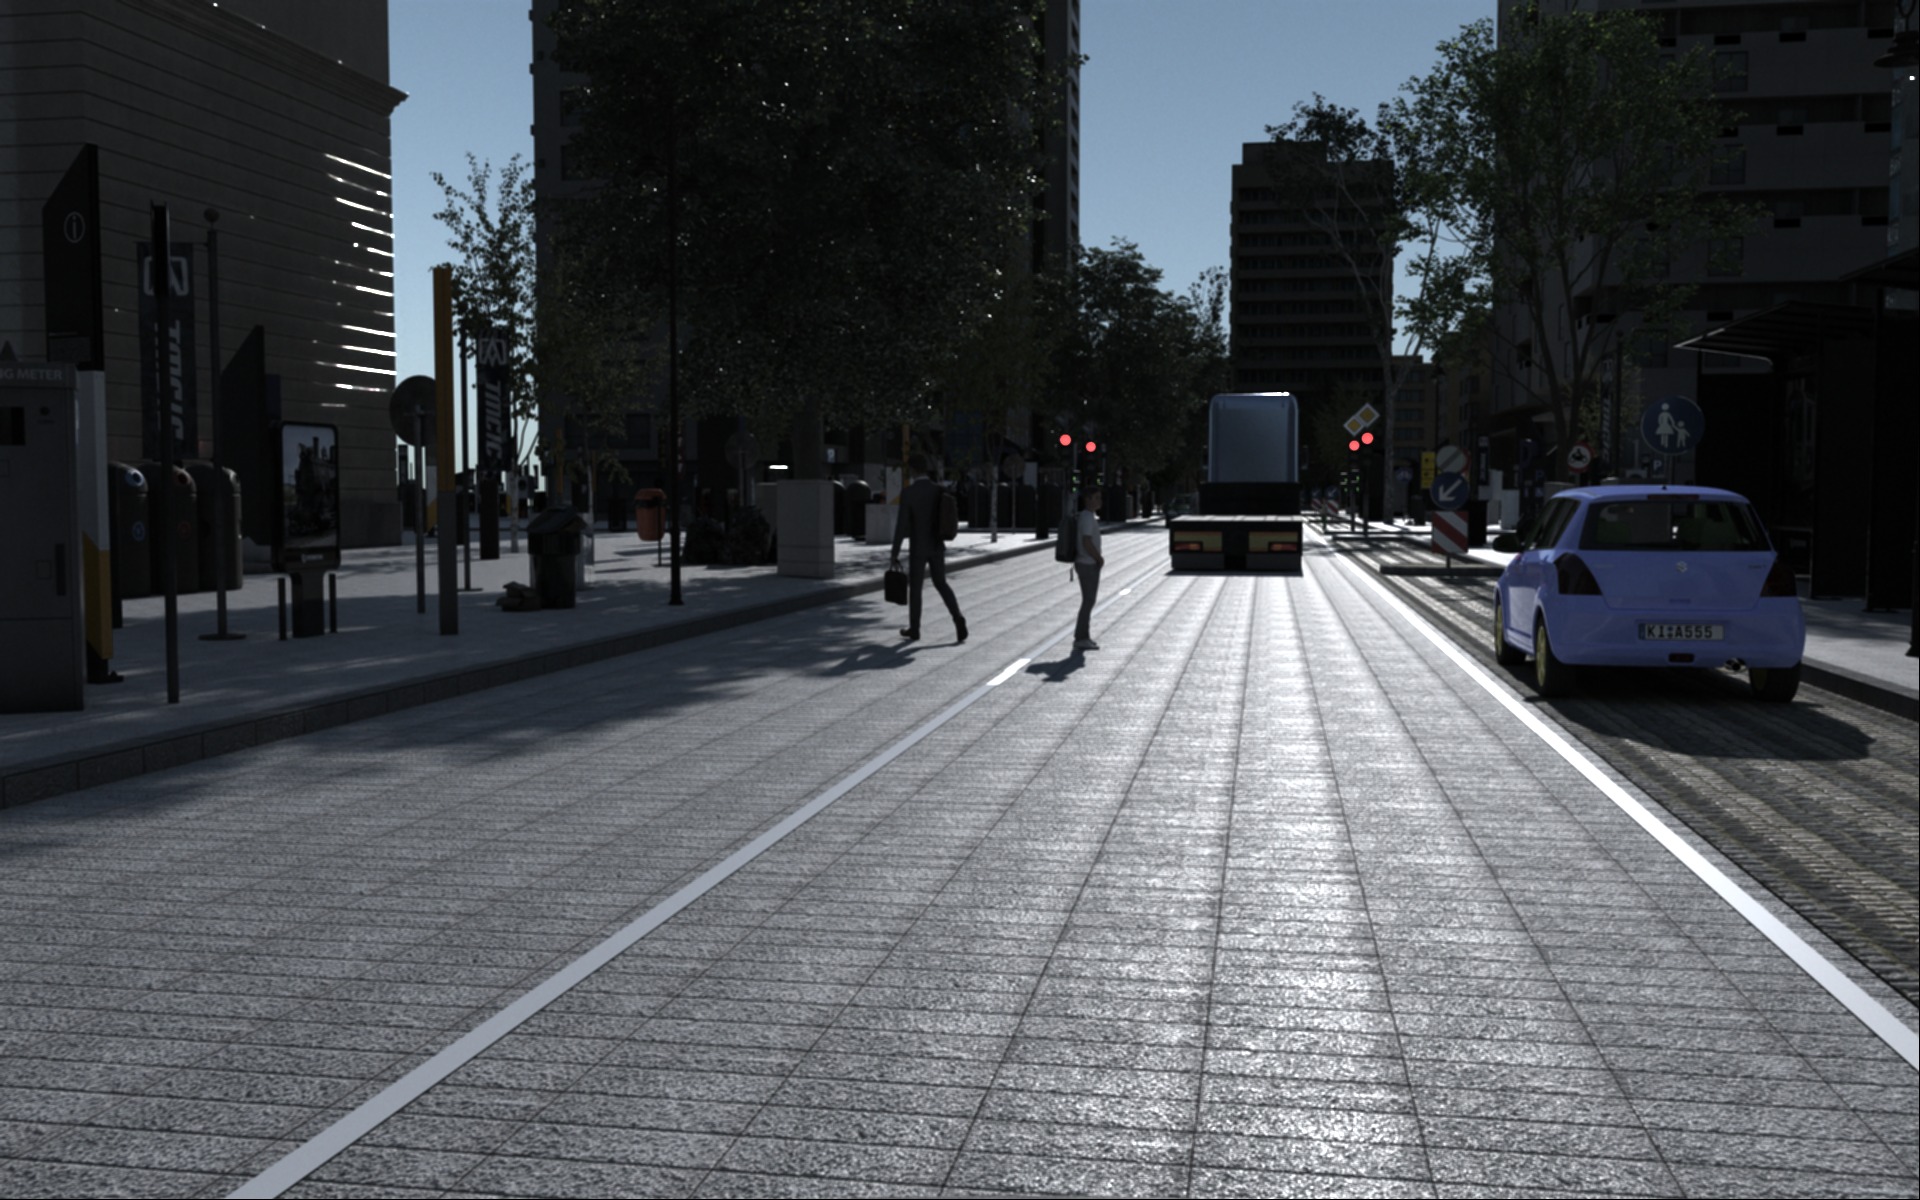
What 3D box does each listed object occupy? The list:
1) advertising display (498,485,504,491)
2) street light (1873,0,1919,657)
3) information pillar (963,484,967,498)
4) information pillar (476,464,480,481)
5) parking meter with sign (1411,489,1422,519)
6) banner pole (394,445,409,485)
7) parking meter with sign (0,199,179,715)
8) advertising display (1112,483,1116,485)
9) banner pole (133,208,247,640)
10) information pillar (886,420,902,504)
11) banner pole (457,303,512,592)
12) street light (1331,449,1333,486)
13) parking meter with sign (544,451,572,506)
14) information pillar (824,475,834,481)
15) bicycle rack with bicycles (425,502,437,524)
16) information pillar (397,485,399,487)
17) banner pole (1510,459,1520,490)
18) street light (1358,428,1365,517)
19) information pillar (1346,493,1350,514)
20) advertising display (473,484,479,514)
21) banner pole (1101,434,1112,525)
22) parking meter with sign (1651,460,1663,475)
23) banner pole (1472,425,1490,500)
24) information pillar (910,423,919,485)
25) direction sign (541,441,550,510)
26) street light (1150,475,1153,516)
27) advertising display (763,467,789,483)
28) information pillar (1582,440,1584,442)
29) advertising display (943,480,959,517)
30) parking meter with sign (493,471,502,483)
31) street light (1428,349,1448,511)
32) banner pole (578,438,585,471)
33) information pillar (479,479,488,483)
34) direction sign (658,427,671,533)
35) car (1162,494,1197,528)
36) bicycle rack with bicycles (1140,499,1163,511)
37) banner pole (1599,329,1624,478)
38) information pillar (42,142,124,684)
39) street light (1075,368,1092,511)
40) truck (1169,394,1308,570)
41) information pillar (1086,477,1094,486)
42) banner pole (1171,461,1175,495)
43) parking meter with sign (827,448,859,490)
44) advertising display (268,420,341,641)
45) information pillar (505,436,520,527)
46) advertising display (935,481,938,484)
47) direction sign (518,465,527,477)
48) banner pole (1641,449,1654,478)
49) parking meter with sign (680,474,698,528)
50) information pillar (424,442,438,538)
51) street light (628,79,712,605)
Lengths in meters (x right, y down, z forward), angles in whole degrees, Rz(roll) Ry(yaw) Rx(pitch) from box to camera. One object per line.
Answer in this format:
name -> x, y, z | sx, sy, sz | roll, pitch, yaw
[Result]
advertising display -> -32.838, -7.195, 122.845 | 0.974, 1.923, 0.123 | 1, 4, 12
street light -> 7.582, -2.492, 13.524 | 0.468, 5.910, 1.993 | 1, 4, 10
information pillar -> 0.365, -7.400, 125.484 | 0.304, 2.012, 0.304 | 1, 4, 9
information pillar -> -37.190, -8.719, 133.914 | 0.504, 3.616, 0.183 | 0, 4, 6
parking meter with sign -> 24.093, -5.673, 89.011 | 1.738, 3.016, 0.543 | 2, 4, 33
banner pole -> -24.911, -5.322, 77.039 | 0.863, 3.779, 0.401 | 0, 4, 6
parking meter with sign -> -5.589, -0.854, 10.221 | 1.738, 3.016, 0.543 | -1, 4, -23
advertising display -> 8.917, -5.861, 101.048 | 0.974, 1.923, 0.123 | 1, 4, 8
banner pole -> -6.772, -1.542, 15.221 | 0.863, 3.779, 0.401 | -1, 4, -8
information pillar -> -2.023, -3.745, 52.592 | 0.504, 3.616, 0.183 | 0, 4, 3
banner pole -> -6.336, -2.016, 22.981 | 0.863, 3.779, 0.401 | -2, 4, -33
street light -> 28.906, -9.879, 134.316 | 0.468, 5.910, 1.993 | 1, 4, 10
parking meter with sign -> -16.035, -4.531, 70.339 | 0.543, 3.016, 1.738 | 2, 4, 33
information pillar -> -5.124, -3.868, 67.731 | 0.304, 2.012, 0.304 | -2, 4, -24
bicycle rack with bicycles -> -23.118, -3.742, 74.568 | 2.852, 0.926, 2.925 | 0, 4, 3
information pillar -> -43.726, -7.995, 135.208 | 0.304, 2.012, 0.304 | -2, 4, -25
banner pole -> 39.404, -8.148, 123.244 | 0.863, 3.779, 0.401 | 1, 4, 20
street light -> 22.109, -7.517, 95.698 | 0.468, 5.910, 1.993 | 1, 4, 10
information pillar -> 24.808, -6.488, 110.572 | 0.304, 2.012, 0.304 | 0, 4, 3
advertising display -> -31.831, -6.668, 114.241 | 0.123, 1.923, 0.974 | 1, 4, 15
banner pole -> 6.045, -5.014, 71.988 | 0.401, 3.779, 0.863 | 2, 4, 31
parking meter with sign -> 35.428, -5.662, 88.831 | 0.543, 3.016, 1.738 | 0, 4, 2
banner pole -> 18.781, -4.443, 62.658 | 0.863, 3.779, 0.401 | -1, 4, -19
information pillar -> -1.557, -3.983, 56.477 | 0.504, 3.616, 0.183 | -2, 4, -26
direction sign -> -17.864, -5.057, 74.686 | 0.379, 3.537, 0.876 | -3, 4, -38
street light -> 11.300, -7.911, 102.128 | 0.468, 5.910, 1.993 | 1, 4, 10
advertising display -> -4.359, -2.200, 41.190 | 0.123, 1.923, 0.974 | 2, 4, 26
information pillar -> 26.777, -5.095, 74.652 | 0.183, 3.616, 0.504 | 1, 4, 9
advertising display -> -0.419, -4.465, 78.219 | 0.123, 1.923, 0.974 | -3, 5, -45
parking meter with sign -> -27.769, -6.510, 102.699 | 0.543, 3.016, 1.738 | 1, 4, 9
street light -> 14.350, -4.854, 52.148 | 0.468, 5.910, 1.993 | 1, 4, 10
banner pole -> -16.721, -5.295, 76.594 | 0.401, 3.779, 0.863 | 1, 4, 12
information pillar -> -22.679, -4.772, 82.521 | 0.304, 2.012, 0.304 | -3, 5, -44
direction sign -> -9.644, -4.001, 57.412 | 0.876, 3.537, 0.379 | 2, 4, 29
car -> 9.761, -3.818, 74.229 | 2.131, 1.459, 4.920 | 1, 4, 8
bicycle rack with bicycles -> 14.087, -6.899, 126.175 | 2.852, 0.926, 2.925 | 2, 4, 29
banner pole -> 10.010, -2.241, 26.660 | 0.401, 3.779, 0.863 | 0, 4, -3
information pillar -> -5.979, -1.247, 11.748 | 0.504, 3.616, 0.183 | 2, 4, 26
street light -> 4.520, -5.546, 63.469 | 0.468, 5.910, 1.993 | 1, 4, 10
truck -> 6.808, -3.132, 40.966 | 2.967, 4.110, 18.799 | 1, 4, 11
information pillar -> 5.462, -4.187, 72.948 | 0.304, 2.012, 0.304 | 1, 4, 9
banner pole -> 16.157, -8.888, 135.330 | 0.863, 3.779, 0.401 | -2, 4, -24
parking meter with sign -> -4.253, -4.313, 66.781 | 1.738, 3.016, 0.543 | -3, 5, -39
advertising display -> -5.872, -0.632, 15.555 | 0.123, 1.923, 0.974 | 1, 4, 9
information pillar -> -17.214, -4.600, 66.566 | 0.504, 3.616, 0.183 | -3, 4, -38
advertising display -> -0.808, -5.109, 88.753 | 0.974, 1.923, 0.123 | -2, 4, -31
direction sign -> -33.768, -8.680, 133.916 | 0.379, 3.537, 0.876 | 3, 5, 44
banner pole -> 37.970, -6.453, 95.529 | 0.401, 3.779, 0.863 | -3, 5, -45
parking meter with sign -> -9.819, -4.283, 66.286 | 1.738, 3.016, 0.543 | -2, 4, -25
information pillar -> -15.534, -3.647, 50.988 | 0.183, 3.616, 0.504 | 2, 4, 34
street light -> -3.290, -2.880, 19.881 | 0.468, 5.910, 1.993 | 1, 4, 10
